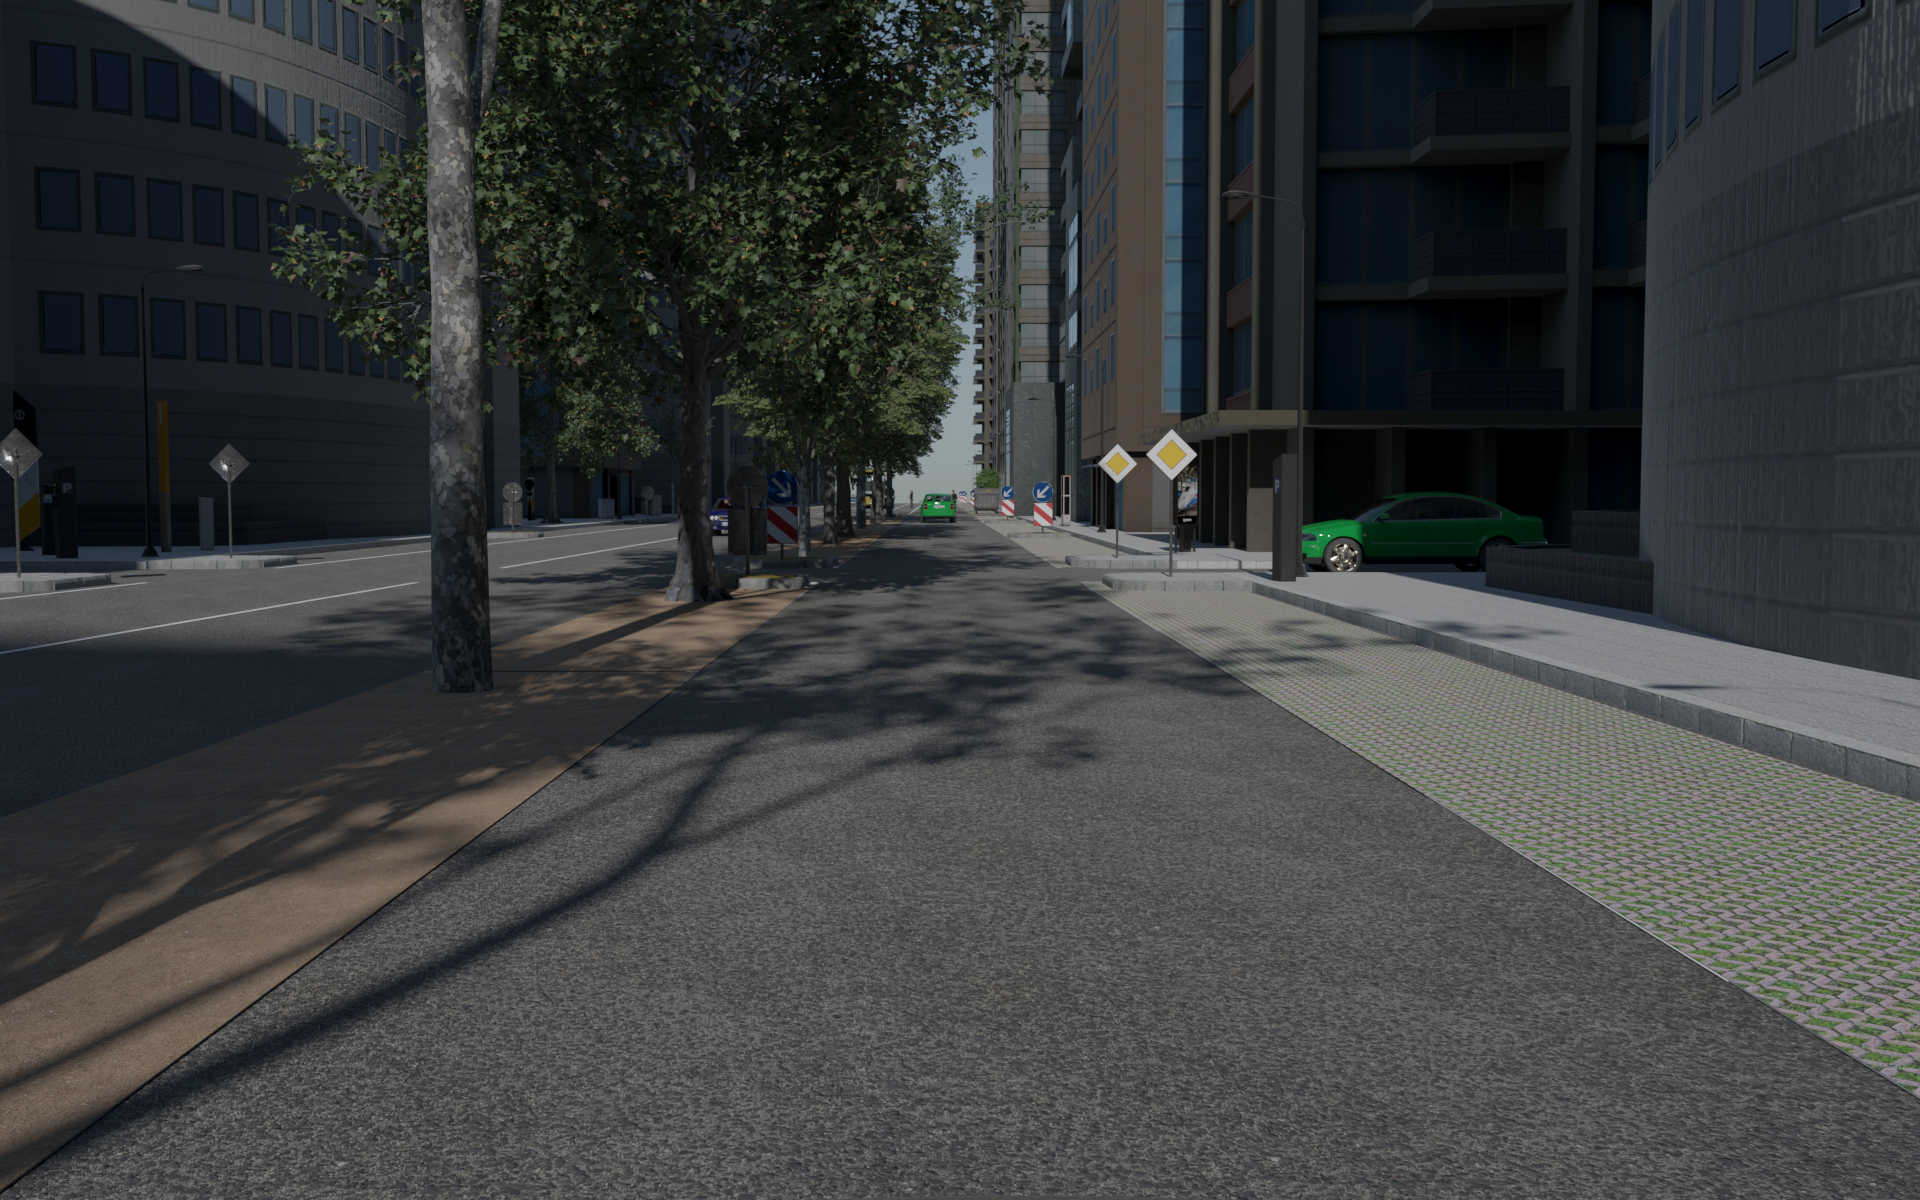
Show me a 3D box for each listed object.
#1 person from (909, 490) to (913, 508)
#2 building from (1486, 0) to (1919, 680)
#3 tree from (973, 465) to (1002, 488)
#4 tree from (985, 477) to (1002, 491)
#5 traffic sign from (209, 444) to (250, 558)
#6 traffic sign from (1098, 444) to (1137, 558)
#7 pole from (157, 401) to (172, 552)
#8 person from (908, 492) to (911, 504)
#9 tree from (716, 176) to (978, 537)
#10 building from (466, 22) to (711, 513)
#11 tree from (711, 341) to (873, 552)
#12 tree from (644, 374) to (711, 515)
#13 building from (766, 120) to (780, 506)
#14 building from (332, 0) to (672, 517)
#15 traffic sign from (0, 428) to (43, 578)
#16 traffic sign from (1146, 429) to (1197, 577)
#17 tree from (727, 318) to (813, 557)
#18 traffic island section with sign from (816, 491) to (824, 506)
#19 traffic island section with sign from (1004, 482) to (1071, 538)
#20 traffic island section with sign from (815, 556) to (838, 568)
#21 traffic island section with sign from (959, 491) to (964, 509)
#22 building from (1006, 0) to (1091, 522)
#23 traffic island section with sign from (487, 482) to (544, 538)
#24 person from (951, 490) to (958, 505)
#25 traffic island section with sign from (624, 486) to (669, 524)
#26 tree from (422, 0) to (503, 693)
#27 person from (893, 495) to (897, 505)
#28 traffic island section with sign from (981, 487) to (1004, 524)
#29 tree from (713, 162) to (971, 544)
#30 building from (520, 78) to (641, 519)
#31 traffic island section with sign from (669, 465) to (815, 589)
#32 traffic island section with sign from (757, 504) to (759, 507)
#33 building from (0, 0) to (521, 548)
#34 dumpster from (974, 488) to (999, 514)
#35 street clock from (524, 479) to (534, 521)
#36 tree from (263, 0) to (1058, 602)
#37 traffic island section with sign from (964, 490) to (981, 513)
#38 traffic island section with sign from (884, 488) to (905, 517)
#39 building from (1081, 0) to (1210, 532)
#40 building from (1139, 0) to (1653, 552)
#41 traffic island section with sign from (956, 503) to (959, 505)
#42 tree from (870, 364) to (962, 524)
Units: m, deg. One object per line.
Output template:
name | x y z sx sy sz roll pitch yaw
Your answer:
person | -4.873 -10.099 173.637 0.705 1.822 1.348 -1 4 -16
building | 17.079 -28.711 11.422 21.231 58.520 28.212 0 4 -1
tree | 3.151 -13.055 197.166 4.285 4.588 4.351 0 3 0
tree | 3.923 -12.199 194.047 1.663 3.219 1.824 0 3 0
traffic sign | -14.542 -1.887 34.499 0.795 2.450 0.064 0 4 -1
traffic sign | 3.151 -1.900 34.714 0.795 2.450 0.064 0 4 -1
pole | -17.491 -2.705 38.067 0.158 3.312 0.155 0 3 0
person | -7.135 -14.886 251.960 0.705 1.814 1.350 -3 4 -36
tree | -3.838 -9.066 57.339 9.857 13.997 8.962 0 3 0
building | -28.866 -37.229 150.686 21.231 58.520 28.212 0 4 -1
tree | -3.734 -5.465 42.176 4.360 8.622 3.978 0 3 0
tree | -17.579 -9.593 107.212 4.360 8.622 3.978 0 3 0
building | -25.680 -29.894 172.367 14.154 41.232 14.086 0 4 -1
building | -28.627 -35.506 122.527 21.231 58.520 28.212 0 4 -1
traffic sign | -14.436 -1.399 26.515 0.795 2.450 0.064 0 4 -1
traffic sign | 3.257 -1.412 26.730 0.795 2.450 0.064 0 4 -1
tree | -3.460 -5.182 37.540 4.737 8.622 4.395 0 3 0
traffic island section with sign | -16.991 -12.714 216.493 1.989 1.847 2.006 0 4 -1
traffic island section with sign | 2.561 -2.939 56.677 1.989 1.847 2.006 0 4 -1
traffic island section with sign | -3.471 -1.604 34.364 2.006 1.907 1.989 0 4 -1
traffic island section with sign | 1.156 -9.355 161.584 1.989 1.847 2.006 0 4 -1
building | 14.295 -47.708 92.690 22.319 86.520 31.000 0 4 -1
traffic island section with sign | -14.873 -2.976 57.284 1.989 1.847 2.006 0 4 -1
person | -0.627 -7.669 134.411 0.750 1.759 0.617 -2 4 -33
traffic island section with sign | -15.240 -4.635 84.416 1.989 1.847 2.006 0 4 -1
tree | -2.389 -9.345 11.142 12.611 20.169 13.585 0 3 0
person | -8.911 -13.796 234.748 0.721 1.739 1.217 -2 4 -28
traffic island section with sign | 2.181 -4.621 84.174 1.989 1.847 2.006 0 4 -1
tree | -3.593 -7.832 48.630 7.486 12.596 7.792 0 3 0
building | -26.004 -27.270 95.978 14.600 45.320 14.200 0 4 -1
traffic island section with sign | -3.381 -1.151 26.957 2.006 1.907 1.989 0 4 -1
traffic island section with sign | -15.899 -7.688 134.329 1.989 1.847 2.006 0 4 -1
building | -27.645 -31.224 52.504 21.231 58.520 28.212 0 4 -1
dumpster | 1.879 -7.058 123.621 1.865 1.857 1.264 0 4 -1
street clock | -20.638 -4.798 83.021 0.471 2.002 0.358 -1 4 -15
tree | -3.555 -6.322 22.836 9.611 12.733 9.660 0 3 0
traffic island section with sign | 1.518 -7.707 134.631 1.989 1.847 2.006 0 4 -1
traffic island section with sign | -4.483 -6.199 109.496 2.006 1.907 1.989 0 4 -1
building | 12.009 -25.276 63.371 14.600 45.320 14.200 0 4 -1
building | 19.630 -23.893 45.283 28.867 44.769 22.147 0 4 -1
traffic island section with sign | 0.411 -12.746 217.017 1.989 1.847 2.006 0 4 -1
tree | -4.169 -8.864 81.796 8.767 10.594 7.601 0 4 -1
